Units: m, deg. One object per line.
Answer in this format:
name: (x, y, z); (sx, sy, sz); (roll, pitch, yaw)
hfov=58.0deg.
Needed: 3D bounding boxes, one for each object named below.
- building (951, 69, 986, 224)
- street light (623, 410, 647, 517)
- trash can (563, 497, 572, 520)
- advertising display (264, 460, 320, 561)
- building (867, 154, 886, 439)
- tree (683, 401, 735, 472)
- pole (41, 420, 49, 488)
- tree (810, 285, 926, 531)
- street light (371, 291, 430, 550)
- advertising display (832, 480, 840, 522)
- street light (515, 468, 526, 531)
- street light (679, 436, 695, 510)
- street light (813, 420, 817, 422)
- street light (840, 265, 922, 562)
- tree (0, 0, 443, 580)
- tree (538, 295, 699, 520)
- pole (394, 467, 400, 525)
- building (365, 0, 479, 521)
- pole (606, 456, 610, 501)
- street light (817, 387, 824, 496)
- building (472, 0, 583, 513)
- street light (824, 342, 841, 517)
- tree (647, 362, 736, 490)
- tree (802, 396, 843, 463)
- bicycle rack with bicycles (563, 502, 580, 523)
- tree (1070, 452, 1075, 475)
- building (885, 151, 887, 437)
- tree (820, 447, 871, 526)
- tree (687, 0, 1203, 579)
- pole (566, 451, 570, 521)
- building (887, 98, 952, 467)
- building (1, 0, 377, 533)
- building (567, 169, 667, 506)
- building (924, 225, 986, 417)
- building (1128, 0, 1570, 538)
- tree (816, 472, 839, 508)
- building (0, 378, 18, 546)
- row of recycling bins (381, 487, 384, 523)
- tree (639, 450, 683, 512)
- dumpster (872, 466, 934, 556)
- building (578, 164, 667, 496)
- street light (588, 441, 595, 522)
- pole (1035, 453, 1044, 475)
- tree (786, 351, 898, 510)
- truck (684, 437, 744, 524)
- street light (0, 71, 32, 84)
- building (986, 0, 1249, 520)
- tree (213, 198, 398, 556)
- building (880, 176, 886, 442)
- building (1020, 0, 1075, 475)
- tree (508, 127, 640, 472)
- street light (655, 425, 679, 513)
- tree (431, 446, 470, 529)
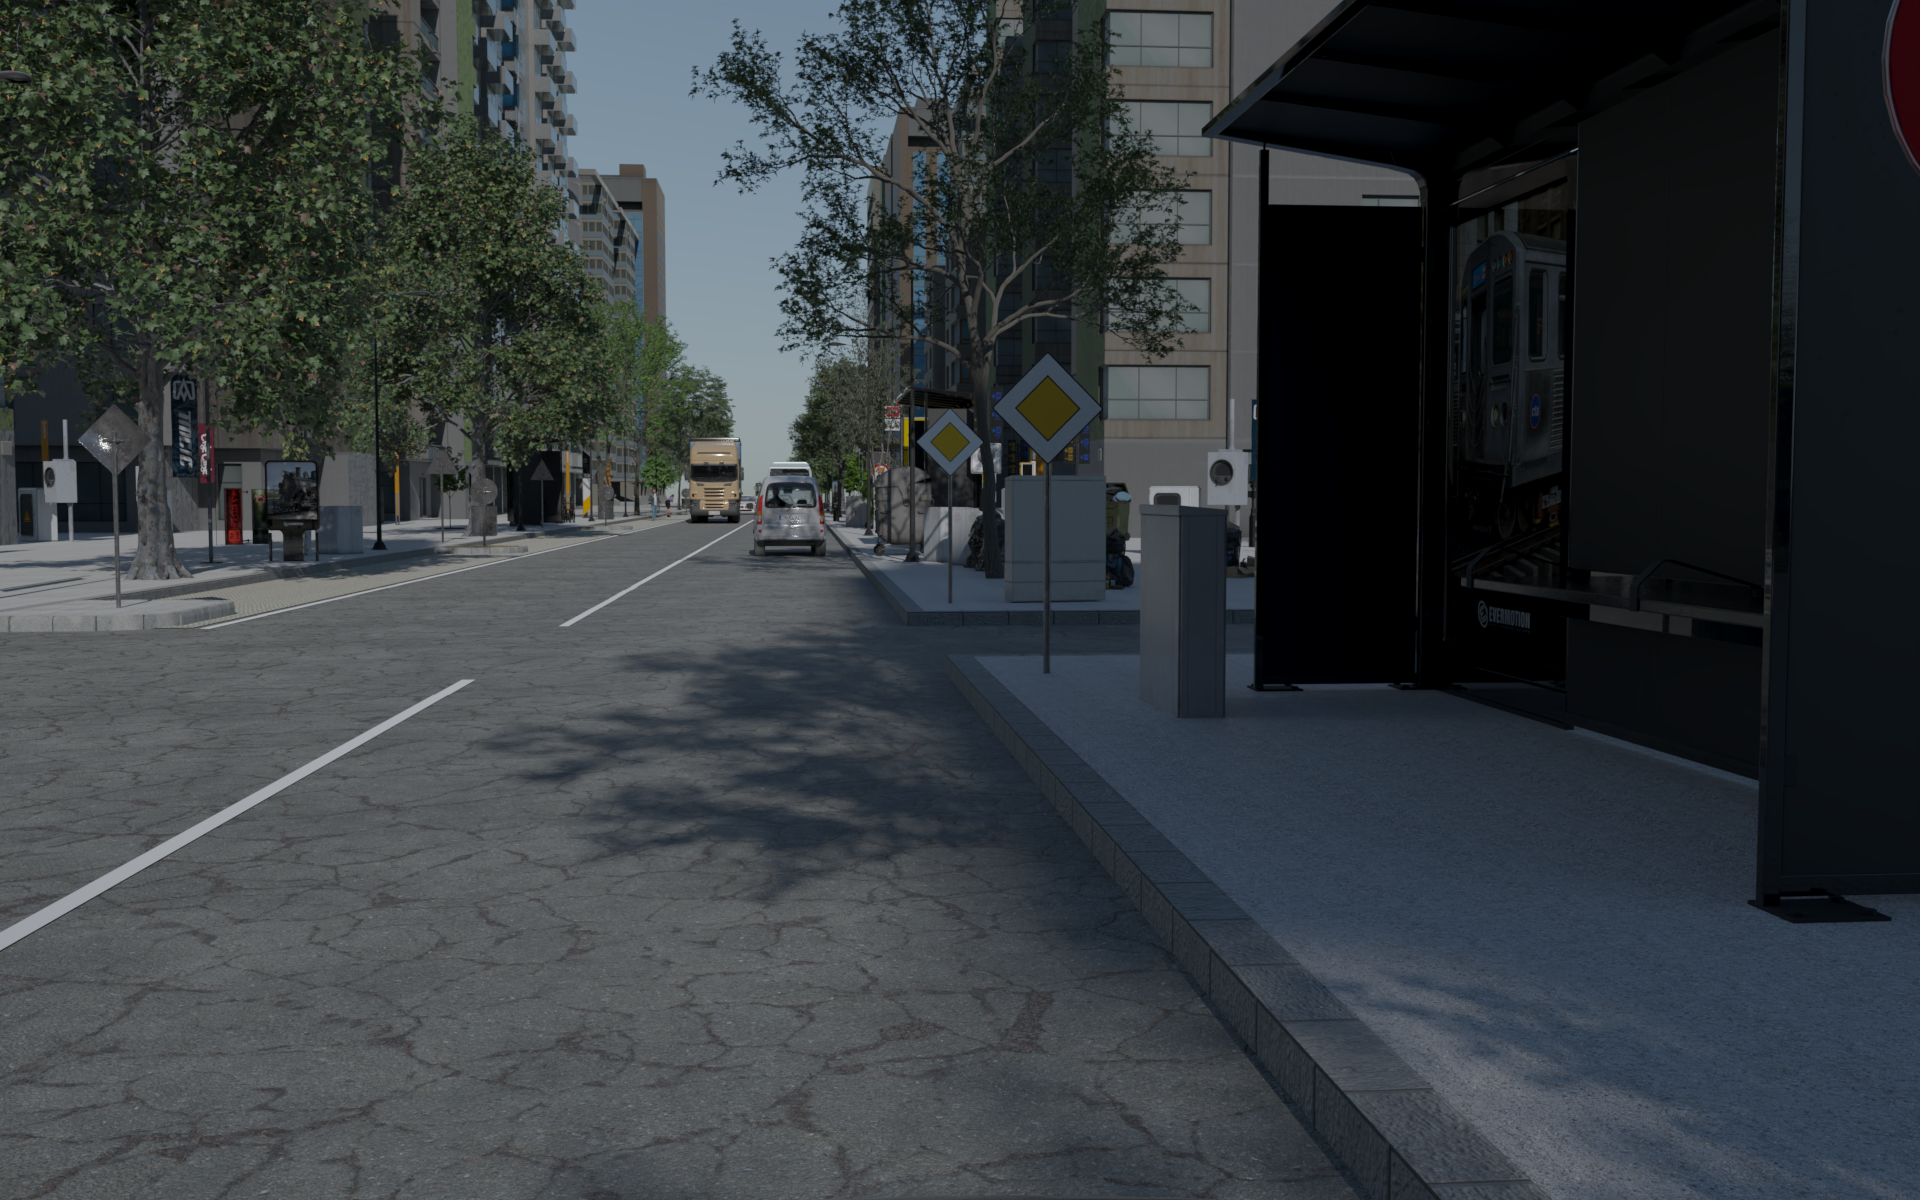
building: (11.984, -28.195, 152.873); (32.217, 40.220, 23.993); (0, 4, -5)
street light: (-18.039, -7.558, 96.112); (1.470, 5.913, 1.316); (0, 4, -5)
trash can: (-19.523, -4.527, 85.663); (0.748, 1.137, 0.748); (0, 3, 0)
advertising display: (-12.733, -1.703, 33.054); (0.974, 1.923, 0.123); (0, 4, -8)
building: (-1.960, -37.922, 243.721); (21.300, 48.544, 21.600); (0, 4, -5)
tree: (-30.201, -17.746, 208.273); (7.486, 12.596, 7.792); (0, 3, 0)
pole: (-25.101, -3.285, 47.561); (0.158, 3.312, 0.155); (0, 3, 0)
tree: (-2.978, -6.671, 59.430); (4.360, 8.622, 3.978); (0, 3, 0)
street light: (-12.797, -4.105, 39.656); (1.470, 5.913, 1.316); (0, 4, -5)
advertising display: (-5.779, -4.620, 80.744); (0.123, 1.923, 0.974); (-1, 4, -20)
street light: (-14.772, -5.365, 60.258); (1.470, 5.913, 1.316); (0, 4, -5)
street light: (-21.812, -10.115, 137.916); (1.470, 5.913, 1.316); (0, 4, -5)
street light: (-7.152, -7.494, 95.071); (1.470, 5.913, 1.316); (0, 4, -5)
street light: (-1.438, -3.671, 32.562); (1.470, 5.913, 1.316); (0, 4, -5)
tree: (-12.172, -6.652, 25.771); (9.611, 12.733, 9.660); (0, 3, 0)
tree: (-18.034, -9.891, 87.478); (9.928, 11.665, 9.643); (0, 3, 0)
pole: (-23.337, -4.766, 71.769); (0.158, 3.312, 0.155); (0, 3, 0)
building: (-31.852, -24.494, 84.072); (14.154, 41.232, 14.086); (0, 4, -5)
pole: (-18.712, -6.007, 92.060); (0.158, 3.312, 0.155); (0, 3, 0)
street light: (-5.299, -6.239, 74.543); (1.470, 5.913, 1.316); (0, 4, -5)
building: (-42.495, -31.656, 137.179); (23.786, 49.044, 30.456); (0, 4, -5)
street light: (-3.345, -4.926, 53.085); (1.470, 5.913, 1.316); (0, 4, -5)
tree: (-26.090, -16.016, 168.513); (9.857, 13.997, 8.962); (0, 3, 0)
tree: (-12.136, -15.141, 165.682); (7.486, 12.596, 7.792); (0, 3, 0)
bicycle rack with bicycles: (-18.152, -3.913, 77.361); (2.852, 0.926, 2.925); (0, 4, 3)
tree: (6.748, -5.856, 79.455); (4.285, 4.588, 4.351); (0, 3, 0)
building: (-1.849, -34.315, 211.154); (14.600, 45.320, 14.200); (0, 4, -5)
tree: (-4.326, -4.595, 69.723); (1.663, 3.219, 1.824); (0, 3, 0)
tree: (0.220, -5.614, 26.197); (7.601, 10.594, 8.767); (2, 4, 23)
pole: (-18.688, -5.423, 82.509); (0.158, 3.312, 0.155); (0, 3, 0)
building: (-0.342, -33.453, 197.059); (14.600, 45.320, 14.200); (0, 4, -5)
building: (-30.092, -17.781, 62.413); (14.160, 30.474, 14.107); (0, 4, -5)
building: (-53.975, -32.233, 218.885); (32.217, 40.220, 23.993); (0, 4, -5)
building: (12.214, -17.232, 126.780); (27.650, 21.520, 28.899); (0, 4, -5)
building: (10.536, -22.808, 56.501); (14.154, 41.232, 14.086); (0, 4, -5)
tree: (-11.755, -10.584, 156.766); (4.285, 4.588, 4.351); (0, 3, 0)
building: (-30.274, -21.508, 35.245); (14.154, 41.232, 14.086); (0, 4, -5)
row of recycling bins: (-25.918, -4.229, 76.254); (1.069, 1.692, 3.534); (-1, 4, -15)
tree: (-22.182, -8.773, 127.160); (4.285, 4.588, 4.351); (0, 3, 0)
dumpster: (-1.194, -1.871, 36.349); (1.264, 1.857, 1.865); (0, 4, -5)
building: (-47.951, -35.983, 238.427); (14.600, 45.320, 14.200); (0, 4, -5)
street light: (-16.708, -6.630, 80.940); (1.470, 5.913, 1.316); (0, 4, -5)
pole: (1.550, -2.407, 33.199); (0.158, 3.312, 0.155); (0, 3, 0)
tree: (-9.610, -13.585, 139.130); (9.611, 12.733, 9.660); (0, 3, 0)
truck: (-12.336, -6.043, 87.710); (2.839, 4.237, 11.283); (0, 4, -7)
street light: (-10.894, -2.850, 19.134); (1.470, 5.913, 1.316); (0, 4, -5)
building: (8.362, -25.715, 104.038); (14.154, 41.232, 14.086); (0, 4, -5)
tree: (-13.829, -5.225, 35.797); (4.737, 8.622, 4.395); (0, 3, 0)
building: (-3.445, -33.159, 225.748); (14.154, 41.232, 14.086); (0, 4, -5)
building: (9.921, -19.435, 89.471); (14.160, 30.474, 14.107); (0, 4, -5)
tree: (-14.515, -8.270, 52.223); (9.611, 12.733, 9.660); (0, 3, 0)
street light: (-19.960, -8.828, 116.871); (1.470, 5.913, 1.316); (0, 4, -5)
tree: (-18.772, -4.208, 63.397); (1.663, 3.219, 1.824); (0, 3, 0)
